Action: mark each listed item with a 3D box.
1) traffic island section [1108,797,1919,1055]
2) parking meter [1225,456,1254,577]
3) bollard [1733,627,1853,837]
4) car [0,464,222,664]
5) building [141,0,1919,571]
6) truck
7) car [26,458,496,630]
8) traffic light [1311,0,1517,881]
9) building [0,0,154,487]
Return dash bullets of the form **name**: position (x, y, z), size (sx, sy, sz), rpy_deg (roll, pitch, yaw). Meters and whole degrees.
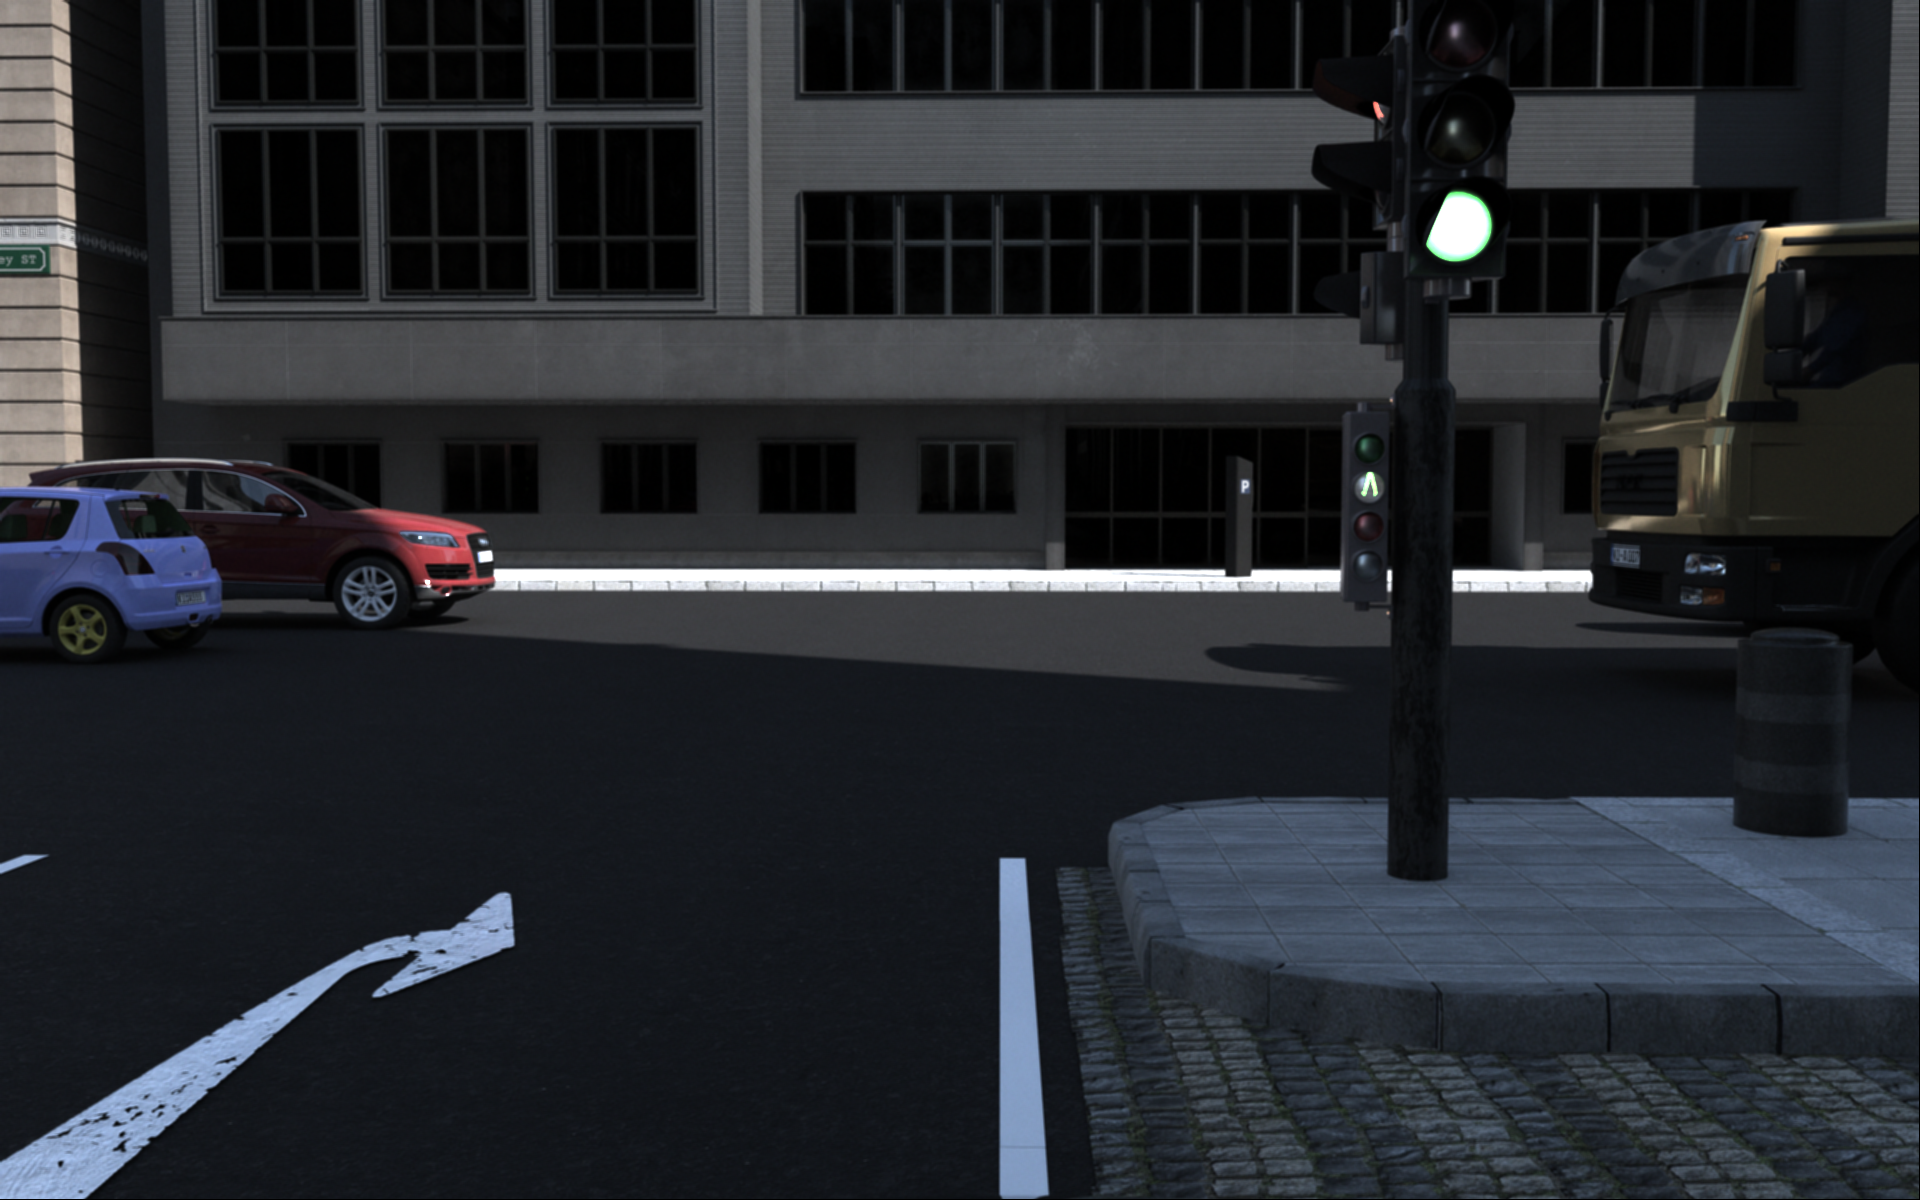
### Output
- **traffic island section**: position (1.556, 1.004, 5.858), size (2.009, 0.180, 2.903), rpy_deg (0, 4, 1)
- **parking meter**: position (4.327, -1.292, 26.830), size (0.399, 1.863, 0.255), rpy_deg (-3, 4, -39)
- **bollard**: position (3.192, 0.494, 6.644), size (0.404, 0.777, 0.398), rpy_deg (0, 3, 0)
- **car**: position (-8.607, -0.356, 15.415), size (3.694, 1.707, 1.945), rpy_deg (0, 4, 3)
- **building**: position (1.267, -13.148, 34.045), size (30.058, 24.678, 14.314), rpy_deg (0, 4, 1)
- **truck**: position (9.082, -1.043, 12.973), size (9.791, 3.379, 3.469), rpy_deg (0, 4, 1)
- **car**: position (-7.856, -0.642, 19.163), size (5.304, 1.827, 2.281), rpy_deg (0, 3, 0)
- **traffic light**: position (-0.577, -1.895, 5.653), size (4.771, 5.953, 1.251), rpy_deg (0, 4, 1)
- **building**: position (-24.461, -15.209, 34.570), size (20.117, 28.700, 13.634), rpy_deg (0, 4, 1)
